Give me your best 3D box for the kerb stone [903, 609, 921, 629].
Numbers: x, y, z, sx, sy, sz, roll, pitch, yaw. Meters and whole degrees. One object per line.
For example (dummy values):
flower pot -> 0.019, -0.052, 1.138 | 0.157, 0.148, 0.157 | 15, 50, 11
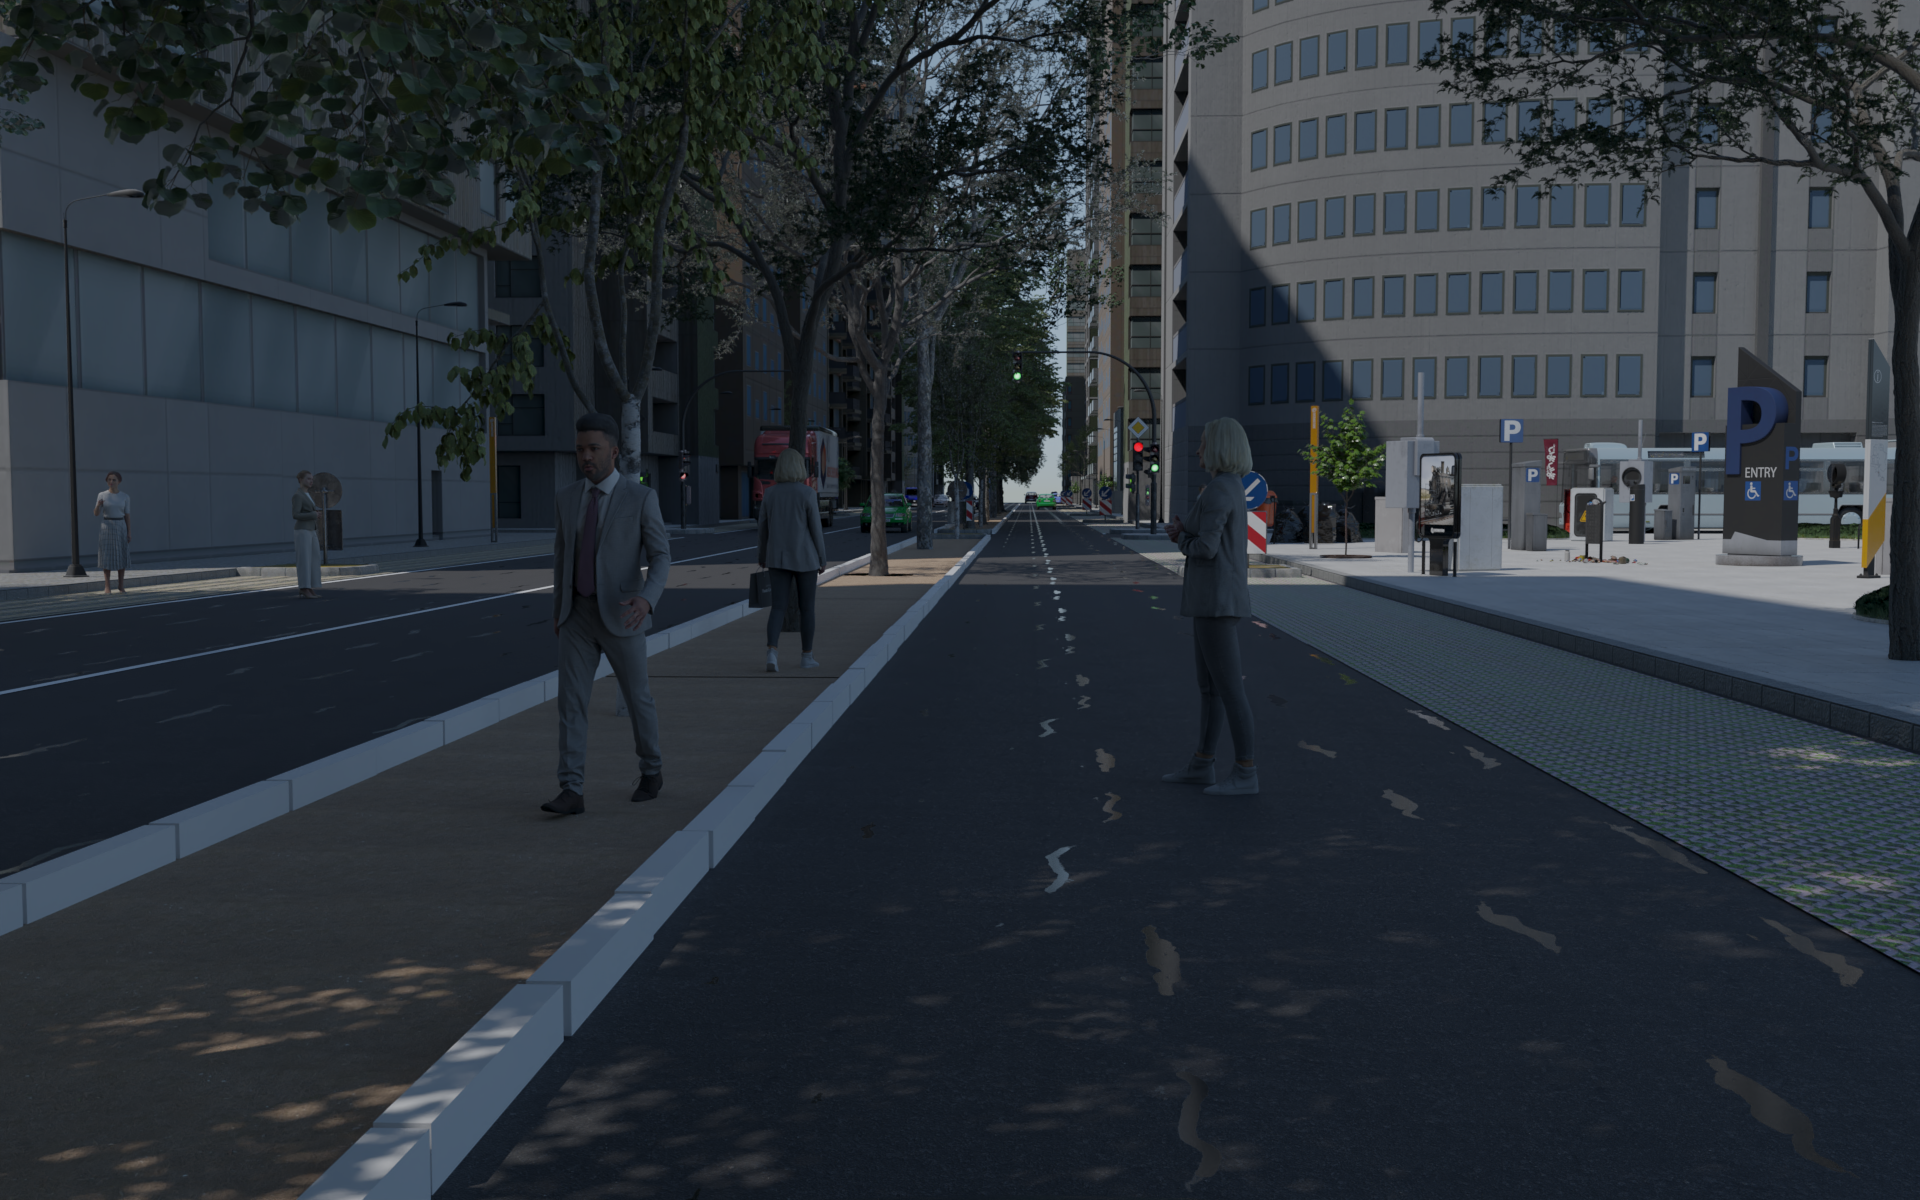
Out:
kerb stone -> -0.538, 0.234, 18.412 | 0.120, 0.150, 1.000 | 0, 4, 2

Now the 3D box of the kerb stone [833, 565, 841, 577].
kerb stone -> -2.197, -0.461, 29.800 | 0.120, 0.150, 1.000 | 0, 4, 2

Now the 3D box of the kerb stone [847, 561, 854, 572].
kerb stone -> -2.104, -0.585, 31.845 | 0.120, 0.150, 1.000 | 0, 4, 2

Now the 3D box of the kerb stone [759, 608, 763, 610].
kerb stone -> -2.512, 0.040, 21.606 | 0.120, 0.150, 1.000 | 0, 4, 2

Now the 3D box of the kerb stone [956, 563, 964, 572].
kerb stone -> -0.050, -0.515, 30.725 | 0.120, 0.150, 1.000 | 0, 4, 2

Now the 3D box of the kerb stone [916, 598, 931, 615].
kerb stone -> -0.459, 0.109, 20.469 | 0.120, 0.150, 1.000 | 0, 4, 2

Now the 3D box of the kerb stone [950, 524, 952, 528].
kerb stone -> -0.534, -3.003, 71.300 | 0.120, 0.150, 1.000 | 0, 4, 2

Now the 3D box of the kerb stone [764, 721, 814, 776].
kerb stone -> -0.912, 0.795, 9.190 | 0.120, 0.150, 1.000 | 0, 4, 2

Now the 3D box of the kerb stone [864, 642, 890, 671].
kerb stone -> -0.702, 0.482, 14.310 | 0.120, 0.150, 1.000 | 0, 4, 2

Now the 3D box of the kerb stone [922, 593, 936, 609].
kerb stone -> -0.414, 0.043, 21.499 | 0.120, 0.150, 1.000 | 0, 4, 2

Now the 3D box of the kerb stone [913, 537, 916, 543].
kerb stone -> -1.413, -1.655, 49.255 | 0.120, 0.150, 1.000 | 0, 4, 2

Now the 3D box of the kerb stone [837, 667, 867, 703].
kerb stone -> -0.784, 0.616, 12.258 | 0.120, 0.150, 1.000 | 0, 4, 2

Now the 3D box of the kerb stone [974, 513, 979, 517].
kerb stone -> 1.172, -5.631, 114.328 | 0.120, 0.150, 1.000 | 0, 4, 2

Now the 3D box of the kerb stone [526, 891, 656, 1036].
kerb stone -> -1.067, 1.050, 5.075 | 0.120, 0.150, 1.000 | 0, 4, 2

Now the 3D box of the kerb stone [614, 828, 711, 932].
kerb stone -> -1.037, 0.985, 6.096 | 0.120, 0.150, 1.000 | 0, 4, 2

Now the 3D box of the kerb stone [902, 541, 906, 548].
kerb stone -> -1.566, -1.404, 45.146 | 0.120, 0.150, 1.000 | 0, 4, 2

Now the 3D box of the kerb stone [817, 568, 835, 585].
kerb stone -> -2.231, -0.399, 28.778 | 0.120, 0.150, 1.000 | 0, 4, 2

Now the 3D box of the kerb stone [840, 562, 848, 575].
kerb stone -> -2.147, -0.528, 30.823 | 0.120, 0.150, 1.000 | 0, 4, 2

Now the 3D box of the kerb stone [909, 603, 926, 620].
kerb stone -> -0.505, 0.169, 19.433 | 0.120, 0.150, 1.000 | 0, 4, 2

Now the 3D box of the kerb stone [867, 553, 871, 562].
kerb stone -> -1.951, -0.835, 35.932 | 0.120, 0.150, 1.000 | 0, 4, 2

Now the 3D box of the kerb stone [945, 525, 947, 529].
kerb stone -> -0.701, -2.753, 67.213 | 0.120, 0.150, 1.000 | 0, 4, 2

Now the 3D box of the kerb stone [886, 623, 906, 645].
kerb stone -> -0.626, 0.357, 16.361 | 0.120, 0.150, 1.000 | 0, 4, 2

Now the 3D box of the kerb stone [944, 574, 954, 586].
kerb stone -> -0.210, -0.263, 26.619 | 0.120, 0.150, 1.000 | 0, 4, 2

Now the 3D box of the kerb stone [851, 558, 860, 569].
kerb stone -> -2.064, -0.653, 32.866 | 0.120, 0.150, 1.000 | 0, 4, 2

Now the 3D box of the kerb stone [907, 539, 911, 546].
kerb stone -> -1.494, -1.528, 47.203 | 0.120, 0.150, 1.000 | 0, 4, 2

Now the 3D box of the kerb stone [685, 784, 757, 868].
kerb stone -> -0.983, 0.926, 7.126 | 0.120, 0.150, 1.000 | 0, 4, 2

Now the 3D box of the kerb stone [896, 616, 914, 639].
kerb stone -> -0.578, 0.294, 17.387 | 0.120, 0.150, 1.000 | 0, 4, 2

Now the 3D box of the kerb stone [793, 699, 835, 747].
kerb stone -> -0.869, 0.734, 10.212 | 0.120, 0.150, 1.000 | 0, 4, 2

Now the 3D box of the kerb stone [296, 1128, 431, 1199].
kerb stone -> -1.154, 1.175, 3.014 | 0.120, 0.150, 1.000 | 0, 4, 2

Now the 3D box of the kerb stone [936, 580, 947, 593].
kerb stone -> -0.300, -0.143, 24.573 | 0.120, 0.150, 1.000 | 0, 4, 2

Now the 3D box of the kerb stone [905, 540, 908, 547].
kerb stone -> -1.538, -1.462, 46.175 | 0.120, 0.150, 1.000 | 0, 4, 2

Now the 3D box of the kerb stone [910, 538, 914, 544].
kerb stone -> -1.452, -1.592, 48.232 | 0.120, 0.150, 1.000 | 0, 4, 2

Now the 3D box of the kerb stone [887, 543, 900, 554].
kerb stone -> -1.658, -1.278, 43.096 | 0.120, 0.150, 1.000 | 0, 4, 2

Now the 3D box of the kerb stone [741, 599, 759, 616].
kerb stone -> -2.552, 0.099, 20.584 | 0.120, 0.150, 1.000 | 0, 4, 2

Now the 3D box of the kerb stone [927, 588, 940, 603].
kerb stone -> -0.374, -0.020, 22.525 | 0.120, 0.150, 1.000 | 0, 4, 2

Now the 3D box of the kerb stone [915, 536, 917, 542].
kerb stone -> -1.373, -1.717, 50.277 | 0.120, 0.150, 1.000 | 0, 4, 2

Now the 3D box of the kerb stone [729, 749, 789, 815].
kerb stone -> -0.949, 0.864, 8.159 | 0.120, 0.150, 1.000 | 0, 4, 2

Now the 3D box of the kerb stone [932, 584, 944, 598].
kerb stone -> -0.342, -0.079, 23.552 | 0.120, 0.150, 1.000 | 0, 4, 2

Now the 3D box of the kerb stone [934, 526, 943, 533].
kerb stone -> -0.817, -2.565, 64.141 | 0.120, 0.150, 1.000 | 0, 4, 2

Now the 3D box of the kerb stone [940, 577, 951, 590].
kerb stone -> -0.260, -0.208, 25.597 | 0.120, 0.150, 1.000 | 0, 4, 2

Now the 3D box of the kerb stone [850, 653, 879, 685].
kerb stone -> -0.741, 0.545, 13.287 | 0.120, 0.150, 1.000 | 0, 4, 2

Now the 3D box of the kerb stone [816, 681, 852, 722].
kerb stone -> -0.828, 0.671, 11.236 | 0.120, 0.150, 1.000 | 0, 4, 2

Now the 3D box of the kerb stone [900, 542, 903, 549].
kerb stone -> -1.612, -1.341, 44.125 | 0.120, 0.150, 1.000 | 0, 4, 2

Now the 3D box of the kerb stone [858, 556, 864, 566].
kerb stone -> -2.027, -0.715, 33.888 | 0.120, 0.150, 1.000 | 0, 4, 2

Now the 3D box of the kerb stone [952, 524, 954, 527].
kerb stone -> -0.457, -3.128, 73.343 | 0.120, 0.150, 1.000 | 0, 4, 2

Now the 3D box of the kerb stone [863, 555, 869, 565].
kerb stone -> -1.984, -0.773, 34.909 | 0.120, 0.150, 1.000 | 0, 4, 2

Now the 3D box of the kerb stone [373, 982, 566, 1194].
kerb stone -> -1.118, 1.111, 4.035 | 0.120, 0.150, 1.000 | 0, 4, 2

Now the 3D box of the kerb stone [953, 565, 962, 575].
kerb stone -> -0.091, -0.455, 29.703 | 0.120, 0.150, 1.000 | 0, 4, 2

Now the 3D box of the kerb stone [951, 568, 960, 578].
kerb stone -> -0.130, -0.393, 28.682 | 0.120, 0.150, 1.000 | 0, 4, 2

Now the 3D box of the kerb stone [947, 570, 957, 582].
kerb stone -> -0.169, -0.333, 27.652 | 0.120, 0.150, 1.000 | 0, 4, 2

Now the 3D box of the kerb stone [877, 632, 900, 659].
kerb stone -> -0.654, 0.422, 15.332 | 0.120, 0.150, 1.000 | 0, 4, 2
